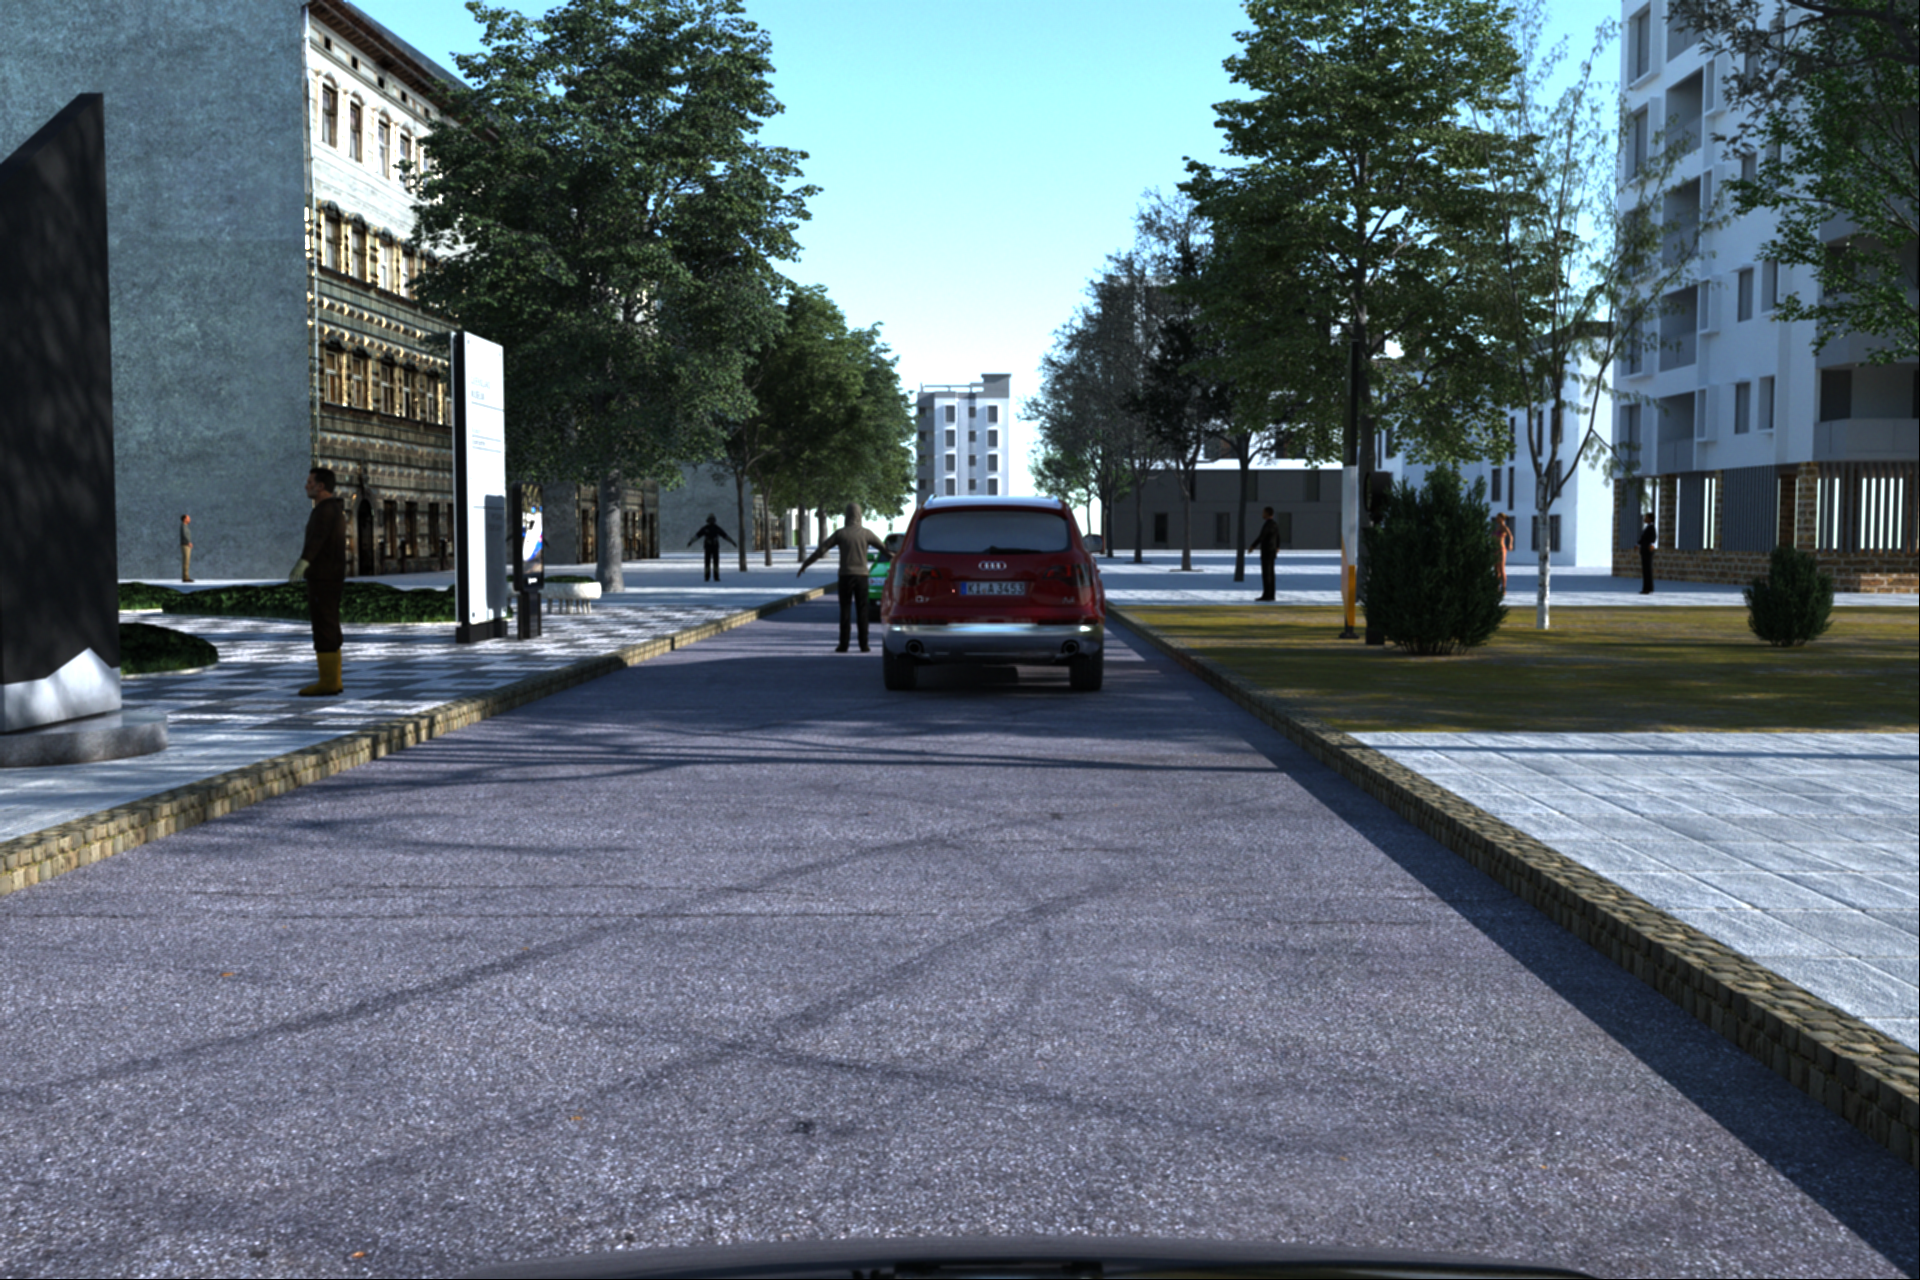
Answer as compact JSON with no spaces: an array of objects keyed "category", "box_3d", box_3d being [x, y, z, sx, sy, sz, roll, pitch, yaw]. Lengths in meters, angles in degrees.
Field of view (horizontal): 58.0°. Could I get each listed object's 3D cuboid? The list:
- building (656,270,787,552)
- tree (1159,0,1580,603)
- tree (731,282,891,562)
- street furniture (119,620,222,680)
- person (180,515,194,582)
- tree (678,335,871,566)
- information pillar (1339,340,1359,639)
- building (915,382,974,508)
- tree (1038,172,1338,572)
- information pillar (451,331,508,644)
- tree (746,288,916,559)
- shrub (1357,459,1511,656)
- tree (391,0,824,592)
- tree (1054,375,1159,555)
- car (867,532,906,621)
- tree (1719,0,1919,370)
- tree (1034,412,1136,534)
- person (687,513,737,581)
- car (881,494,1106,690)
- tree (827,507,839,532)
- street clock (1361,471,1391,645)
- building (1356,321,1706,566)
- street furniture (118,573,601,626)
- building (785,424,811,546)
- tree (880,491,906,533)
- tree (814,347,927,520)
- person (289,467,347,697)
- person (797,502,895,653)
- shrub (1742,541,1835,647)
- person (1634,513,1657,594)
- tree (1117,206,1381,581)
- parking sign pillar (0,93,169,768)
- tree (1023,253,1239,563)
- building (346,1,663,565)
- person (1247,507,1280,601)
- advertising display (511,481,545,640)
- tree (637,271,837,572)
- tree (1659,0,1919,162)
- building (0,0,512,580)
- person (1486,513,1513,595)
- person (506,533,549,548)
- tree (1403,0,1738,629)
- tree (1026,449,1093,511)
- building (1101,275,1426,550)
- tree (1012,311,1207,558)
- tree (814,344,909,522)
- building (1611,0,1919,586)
[{"category":"building","box_3d":[-23.928,-18.575,134.627,19.493,23.208,18.063,0,4,2]},{"category":"tree","box_3d":[7.288,-6.983,32.296,7.486,12.596,7.792,0,3,0]},{"category":"tree","box_3d":[-6.989,-9.783,78.080,7.486,12.596,7.792,0,3,0]},{"category":"street furniture","box_3d":[-11.905,0.045,14.889,10.072,0.657,5.734,-2,4,-35]},{"category":"person","box_3d":[-20.620,-2.442,46.196,0.705,1.796,1.348,-2,4,-26]},{"category":"tree","box_3d":[-7.586,-8.241,69.147,8.767,10.594,7.601,0,4,5]},{"category":"information pillar","box_3d":[4.778,-1.828,21.238,0.183,3.616,0.504,0,4,1]},{"category":"building","box_3d":[-4.978,-21.387,208.559,11.380,20.090,16.016,0,4,5]},{"category":"tree","box_3d":[7.750,-9.100,59.161,12.009,13.543,11.850,0,3,0]},{"category":"information pillar","box_3d":[-5.804,-1.813,20.953,0.184,3.620,1.656,0,4,0]},{"category":"tree","box_3d":[-7.086,-11.176,89.381,9.857,13.997,8.962,0,3,0]},{"category":"shrub","box_3d":[5.054,-0.881,18.450,1.661,2.075,1.752,0,3,0]},{"category":"tree","box_3d":[-7.856,-8.041,38.130,9.857,13.997,8.962,0,3,0]},{"category":"tree","box_3d":[8.974,-11.051,106.446,9.928,11.665,9.643,0,3,0]},{"category":"car","box_3d":[-0.652,-1.285,29.803,1.959,1.807,4.718,0,4,1]},{"category":"tree","box_3d":[16.616,-6.252,27.984,9.928,11.665,9.643,0,3,0]},{"category":"tree","box_3d":[8.426,-11.117,116.180,7.601,10.594,8.767,0,4,-5]},{"category":"person","box_3d":[-6.772,-2.536,47.250,1.354,1.856,0.705,-1,4,-15]},{"category":"car","box_3d":[0.344,-0.536,17.435,2.281,1.827,5.304,0,4,1]},{"category":"tree","box_3d":[-14.738,-15.414,202.388,4.737,8.622,4.395,0,3,0]},{"category":"street clock","box_3d":[4.810,-0.945,20.014,0.358,2.002,0.471,0,4,2]},{"category":"building","box_3d":[25.499,-8.583,82.474,9.099,9.664,28.070,0,4,1]},{"category":"street furniture","box_3d":[-10.602,-0.770,28.222,10.072,0.657,5.734,2,4,34]},{"category":"building","box_3d":[-25.738,-19.168,179.858,16.747,18.905,31.486,0,4,2]},{"category":"tree","box_3d":[-8.347,-15.598,205.383,4.737,8.622,4.395,0,3,0]},{"category":"tree","box_3d":[-6.930,-12.831,116.446,9.857,13.997,8.962,0,3,0]},{"category":"person","box_3d":[-5.103,-0.470,13.819,0.704,1.812,1.346,-1,4,-10]},{"category":"person","box_3d":[-1.296,-0.760,21.008,1.348,1.813,0.705,-1,4,-9]},{"category":"shrub","box_3d":[9.461,-0.530,19.784,1.383,1.207,1.383,0,3,0]},{"category":"person","box_3d":[14.614,-1.851,36.990,0.721,1.740,1.216,0,4,6]},{"category":"tree","box_3d":[7.904,-6.868,46.696,7.601,10.594,8.767,-1,4,-12]},{"category":"parking sign pillar","box_3d":[-5.439,-1.320,10.051,1.447,3.967,1.447,0,4,1]},{"category":"tree","box_3d":[7.882,-10.110,75.663,12.009,13.543,11.850,0,3,0]},{"category":"building","box_3d":[-25.109,-15.299,81.072,19.493,23.208,18.063,0,4,1]},{"category":"person","box_3d":[5.896,-1.655,33.279,0.704,1.802,1.346,2,4,33]},{"category":"advertising display","box_3d":[-5.306,-0.985,21.311,0.123,1.923,0.974,0,4,2]},{"category":"tree","box_3d":[-7.698,-7.605,58.753,7.601,10.594,8.767,-3,5,-40]},{"category":"tree","box_3d":[6.849,-6.057,9.408,12.009,13.543,11.850,0,3,0]},{"category":"building","box_3d":[-26.991,-13.838,57.172,19.493,23.208,18.063,0,4,2]},{"category":"person","box_3d":[11.373,-1.829,36.707,0.721,1.733,1.217,-1,4,-13]},{"category":"person","box_3d":[-11.599,-2.451,46.197,1.348,1.813,0.705,0,4,4]},{"category":"tree","box_3d":[7.924,-4.465,23.372,4.360,8.622,3.978,0,3,0]},{"category":"tree","box_3d":[11.992,-17.144,206.057,9.928,11.665,9.643,0,3,0]},{"category":"building","box_3d":[26.252,-18.910,153.158,27.936,21.610,32.646,0,4,1]},{"category":"tree","box_3d":[7.977,-11.171,93.012,12.009,13.543,11.850,0,3,0]},{"category":"tree","box_3d":[-6.977,-11.378,104.155,7.486,12.596,7.792,0,3,0]},{"category":"building","box_3d":[24.545,-11.814,49.578,16.016,20.090,11.380,0,4,1]}]
